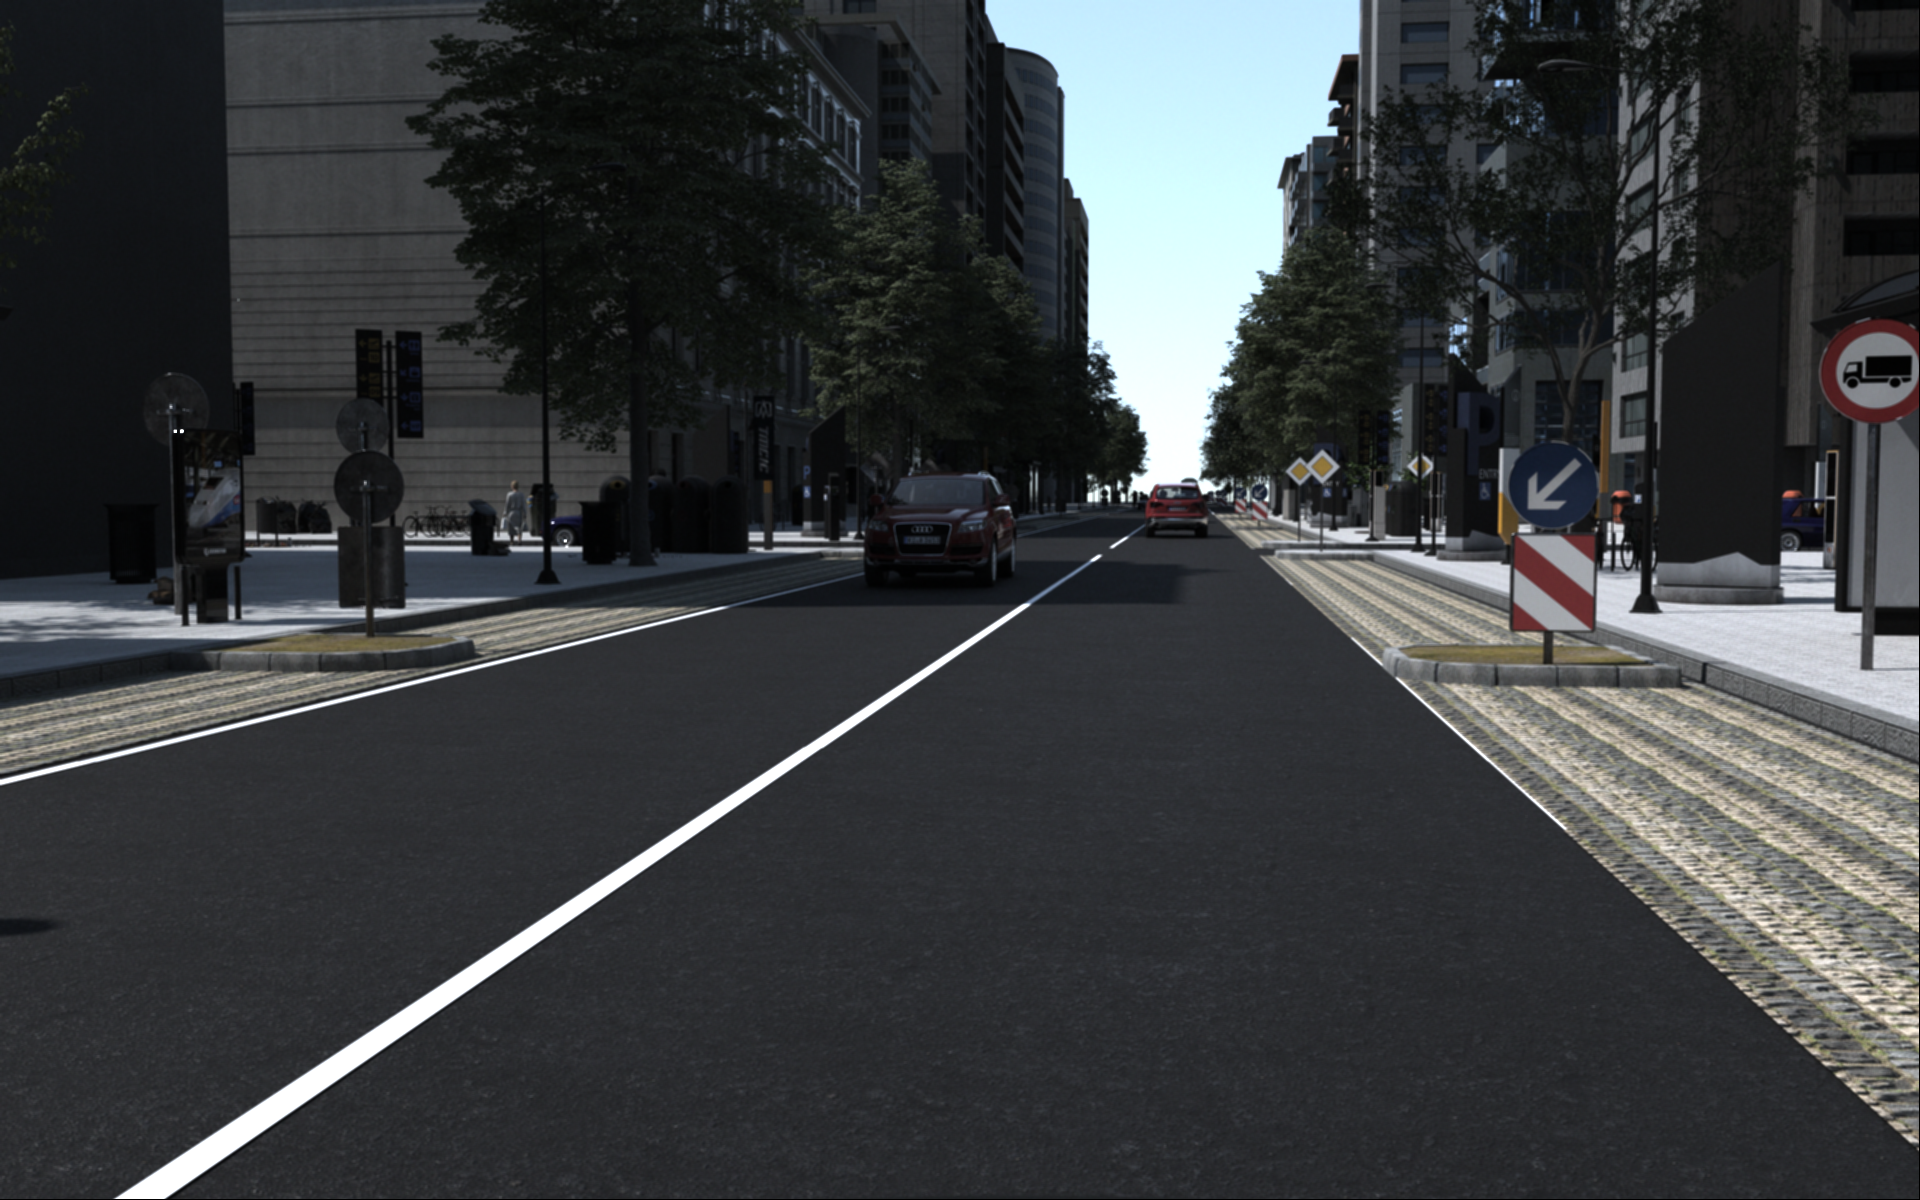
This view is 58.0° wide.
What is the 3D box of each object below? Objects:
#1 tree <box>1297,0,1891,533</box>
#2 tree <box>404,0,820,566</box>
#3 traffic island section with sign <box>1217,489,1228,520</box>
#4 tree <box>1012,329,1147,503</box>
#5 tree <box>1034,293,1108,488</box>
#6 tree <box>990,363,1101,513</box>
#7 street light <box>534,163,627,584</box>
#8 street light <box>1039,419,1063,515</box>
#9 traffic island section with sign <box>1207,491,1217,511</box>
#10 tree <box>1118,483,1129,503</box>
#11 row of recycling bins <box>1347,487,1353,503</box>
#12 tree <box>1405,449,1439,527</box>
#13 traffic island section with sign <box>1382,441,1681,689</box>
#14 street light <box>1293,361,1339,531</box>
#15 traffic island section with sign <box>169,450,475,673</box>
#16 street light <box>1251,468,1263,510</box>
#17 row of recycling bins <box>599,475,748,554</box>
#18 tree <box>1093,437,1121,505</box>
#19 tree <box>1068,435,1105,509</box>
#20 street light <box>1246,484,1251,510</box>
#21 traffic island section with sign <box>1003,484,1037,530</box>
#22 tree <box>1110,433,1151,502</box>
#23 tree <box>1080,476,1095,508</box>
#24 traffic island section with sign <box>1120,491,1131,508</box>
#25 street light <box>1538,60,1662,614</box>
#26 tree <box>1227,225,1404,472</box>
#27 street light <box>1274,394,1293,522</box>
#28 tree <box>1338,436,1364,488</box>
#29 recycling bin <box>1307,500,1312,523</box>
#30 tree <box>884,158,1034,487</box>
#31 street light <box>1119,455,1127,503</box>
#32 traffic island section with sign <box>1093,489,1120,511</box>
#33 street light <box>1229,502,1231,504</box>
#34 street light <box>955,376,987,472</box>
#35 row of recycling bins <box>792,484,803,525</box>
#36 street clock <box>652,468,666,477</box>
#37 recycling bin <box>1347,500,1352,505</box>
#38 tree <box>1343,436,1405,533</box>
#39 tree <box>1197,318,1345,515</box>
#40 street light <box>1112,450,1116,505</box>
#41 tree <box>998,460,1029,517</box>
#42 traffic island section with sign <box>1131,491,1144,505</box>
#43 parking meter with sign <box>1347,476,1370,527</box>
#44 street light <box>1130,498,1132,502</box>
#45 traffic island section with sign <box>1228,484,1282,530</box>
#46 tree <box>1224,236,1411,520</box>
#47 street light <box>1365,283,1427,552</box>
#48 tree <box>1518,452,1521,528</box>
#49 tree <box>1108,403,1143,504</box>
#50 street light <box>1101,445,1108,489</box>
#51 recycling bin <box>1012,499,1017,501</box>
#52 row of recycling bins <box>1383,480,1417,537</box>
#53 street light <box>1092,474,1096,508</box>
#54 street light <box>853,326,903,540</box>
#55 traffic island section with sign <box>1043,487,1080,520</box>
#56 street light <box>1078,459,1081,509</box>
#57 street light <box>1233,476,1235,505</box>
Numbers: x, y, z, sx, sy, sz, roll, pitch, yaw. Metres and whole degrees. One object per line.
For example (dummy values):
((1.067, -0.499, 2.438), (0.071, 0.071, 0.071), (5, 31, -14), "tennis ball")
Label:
((9.442, -5.669, 27.097), (8.767, 10.594, 7.601), (1, 4, 16), "tree")
((-5.620, -6.853, 30.167), (7.486, 12.596, 7.792), (0, 3, 0), "tree")
((15.398, -5.339, 95.928), (1.989, 1.847, 2.006), (0, 4, 8), "traffic island section with sign")
((7.824, -13.955, 134.813), (9.857, 13.997, 8.962), (0, 3, 0), "tree")
((1.454, -10.017, 81.912), (7.486, 12.596, 7.792), (0, 3, 0), "tree")
((5.552, -11.231, 118.041), (8.767, 10.594, 7.601), (1, 4, 10), "tree")
((-5.357, -3.178, 24.496), (1.470, 5.913, 1.316), (0, 4, 8), "street light")
((5.657, -8.263, 107.645), (1.470, 5.913, 1.316), (0, 4, 8), "street light")
((21.991, -8.363, 145.358), (1.989, 1.847, 2.006), (0, 4, 8), "traffic island section with sign")
((24.560, -16.090, 257.675), (1.663, 3.219, 1.824), (0, 3, 0), "tree")
((20.332, -5.009, 89.010), (3.534, 1.692, 1.069), (3, 4, 37), "row of recycling bins")
((17.836, -4.446, 67.294), (1.663, 3.219, 1.824), (0, 3, 0), "tree")
((4.426, -0.312, 13.733), (1.989, 1.847, 2.006), (0, 4, 8), "traffic island section with sign")
((12.512, -5.372, 60.378), (1.470, 5.913, 1.316), (0, 4, 8), "street light")
((-5.289, -0.377, 14.786), (1.989, 1.847, 2.006), (0, 4, 8), "traffic island section with sign")
((17.664, -7.769, 99.557), (1.470, 5.913, 1.316), (0, 4, 8), "street light")
((-6.285, -1.886, 37.947), (3.534, 1.692, 1.069), (1, 4, 17), "row of recycling bins")
((16.111, -15.097, 197.193), (4.737, 8.622, 4.395), (0, 3, 0), "tree")
((10.870, -12.406, 153.194), (4.360, 8.622, 3.978), (0, 3, 0), "tree")
((20.385, -9.004, 119.760), (1.470, 5.913, 1.316), (0, 4, 8), "street light")
((2.097, -3.763, 70.148), (1.989, 1.847, 2.006), (0, 4, 8), "traffic island section with sign")
((26.502, -21.354, 274.899), (9.928, 11.665, 9.643), (0, 3, 0), "tree")
((11.379, -9.971, 157.627), (1.663, 3.219, 1.824), (0, 3, 0), "tree")
((15.853, -10.065, 173.193), (1.989, 1.847, 2.006), (0, 4, 8), "traffic island section with sign")
((6.888, -2.820, 18.649), (1.470, 5.913, 1.316), (0, 4, 8), "street light")
((15.136, -9.533, 73.985), (7.486, 12.596, 7.792), (0, 3, 0), "tree")
((15.011, -6.571, 79.977), (1.470, 5.913, 1.316), (0, 4, 8), "street light")
((20.803, -6.820, 95.217), (4.285, 4.588, 4.351), (0, 3, 0), "tree")
((15.757, -3.905, 76.395), (0.722, 1.027, 0.722), (2, 4, 34), "recycling bin")
((-2.135, -8.591, 58.586), (7.486, 12.596, 7.792), (0, 3, 0), "tree")
((18.794, -14.282, 206.053), (1.470, 5.913, 1.316), (0, 4, 8), "street light")
((12.290, -8.431, 146.474), (1.989, 1.847, 2.006), (0, 4, 8), "traffic island section with sign")
((25.363, -11.251, 156.495), (1.470, 5.913, 1.316), (0, 4, 8), "street light")
((0.379, -5.860, 68.344), (1.470, 5.913, 1.316), (0, 4, 8), "street light")
((-6.065, -3.887, 70.671), (1.069, 1.692, 3.534), (-1, 4, -19), "row of recycling bins")
((-8.333, -2.655, 47.984), (0.358, 2.002, 0.471), (-2, 4, -33), "street clock")
((17.425, -3.865, 75.755), (0.722, 1.027, 0.722), (-1, 4, -17), "recycling bin")
((13.353, -3.807, 56.846), (1.663, 3.219, 1.824), (0, 3, 0), "tree")
((19.821, -11.663, 107.693), (9.611, 12.733, 9.660), (0, 3, 0), "tree")
((15.828, -12.908, 183.589), (1.470, 5.913, 1.316), (0, 4, 8), "street light")
((3.029, -6.293, 97.488), (1.663, 3.219, 1.824), (0, 3, 0), "tree")
((23.269, -13.467, 228.810), (1.989, 1.847, 2.006), (0, 4, 8), "traffic island section with sign")
((15.691, -4.379, 67.863), (0.543, 3.016, 1.738), (3, 5, 42), "parking meter with sign")
((21.415, -15.480, 225.636), (1.470, 5.913, 1.316), (0, 4, 8), "street light")
((11.827, -3.705, 69.209), (1.989, 1.847, 2.006), (0, 4, 8), "traffic island section with sign")
((17.537, -10.983, 86.234), (9.857, 13.997, 8.962), (0, 3, 0), "tree")
((9.608, -4.017, 38.219), (1.470, 5.913, 1.316), (0, 4, 8), "street light")
((20.948, -4.367, 66.000), (1.663, 3.219, 1.824), (0, 3, 0), "tree")
((19.102, -18.024, 212.823), (7.486, 12.596, 7.792), (0, 3, 0), "tree")
((13.191, -11.688, 163.641), (1.470, 5.913, 1.316), (0, 4, 8), "street light")
((2.704, -5.072, 95.482), (0.722, 1.027, 0.722), (-1, 4, -13), "recycling bin")
((13.683, -2.847, 53.669), (1.069, 1.692, 3.534), (0, 4, 7), "row of recycling bins")
((10.475, -10.491, 144.070), (1.470, 5.913, 1.316), (0, 4, 8), "street light")
((-2.282, -4.627, 48.186), (1.470, 5.913, 1.316), (0, 4, 8), "street light")
((5.697, -5.410, 97.085), (1.989, 1.847, 2.006), (0, 4, 8), "traffic island section with sign")
((7.862, -9.271, 124.126), (1.470, 5.913, 1.316), (0, 4, 8), "street light")
((22.520, -10.043, 136.750), (1.470, 5.913, 1.316), (0, 4, 8), "street light")
